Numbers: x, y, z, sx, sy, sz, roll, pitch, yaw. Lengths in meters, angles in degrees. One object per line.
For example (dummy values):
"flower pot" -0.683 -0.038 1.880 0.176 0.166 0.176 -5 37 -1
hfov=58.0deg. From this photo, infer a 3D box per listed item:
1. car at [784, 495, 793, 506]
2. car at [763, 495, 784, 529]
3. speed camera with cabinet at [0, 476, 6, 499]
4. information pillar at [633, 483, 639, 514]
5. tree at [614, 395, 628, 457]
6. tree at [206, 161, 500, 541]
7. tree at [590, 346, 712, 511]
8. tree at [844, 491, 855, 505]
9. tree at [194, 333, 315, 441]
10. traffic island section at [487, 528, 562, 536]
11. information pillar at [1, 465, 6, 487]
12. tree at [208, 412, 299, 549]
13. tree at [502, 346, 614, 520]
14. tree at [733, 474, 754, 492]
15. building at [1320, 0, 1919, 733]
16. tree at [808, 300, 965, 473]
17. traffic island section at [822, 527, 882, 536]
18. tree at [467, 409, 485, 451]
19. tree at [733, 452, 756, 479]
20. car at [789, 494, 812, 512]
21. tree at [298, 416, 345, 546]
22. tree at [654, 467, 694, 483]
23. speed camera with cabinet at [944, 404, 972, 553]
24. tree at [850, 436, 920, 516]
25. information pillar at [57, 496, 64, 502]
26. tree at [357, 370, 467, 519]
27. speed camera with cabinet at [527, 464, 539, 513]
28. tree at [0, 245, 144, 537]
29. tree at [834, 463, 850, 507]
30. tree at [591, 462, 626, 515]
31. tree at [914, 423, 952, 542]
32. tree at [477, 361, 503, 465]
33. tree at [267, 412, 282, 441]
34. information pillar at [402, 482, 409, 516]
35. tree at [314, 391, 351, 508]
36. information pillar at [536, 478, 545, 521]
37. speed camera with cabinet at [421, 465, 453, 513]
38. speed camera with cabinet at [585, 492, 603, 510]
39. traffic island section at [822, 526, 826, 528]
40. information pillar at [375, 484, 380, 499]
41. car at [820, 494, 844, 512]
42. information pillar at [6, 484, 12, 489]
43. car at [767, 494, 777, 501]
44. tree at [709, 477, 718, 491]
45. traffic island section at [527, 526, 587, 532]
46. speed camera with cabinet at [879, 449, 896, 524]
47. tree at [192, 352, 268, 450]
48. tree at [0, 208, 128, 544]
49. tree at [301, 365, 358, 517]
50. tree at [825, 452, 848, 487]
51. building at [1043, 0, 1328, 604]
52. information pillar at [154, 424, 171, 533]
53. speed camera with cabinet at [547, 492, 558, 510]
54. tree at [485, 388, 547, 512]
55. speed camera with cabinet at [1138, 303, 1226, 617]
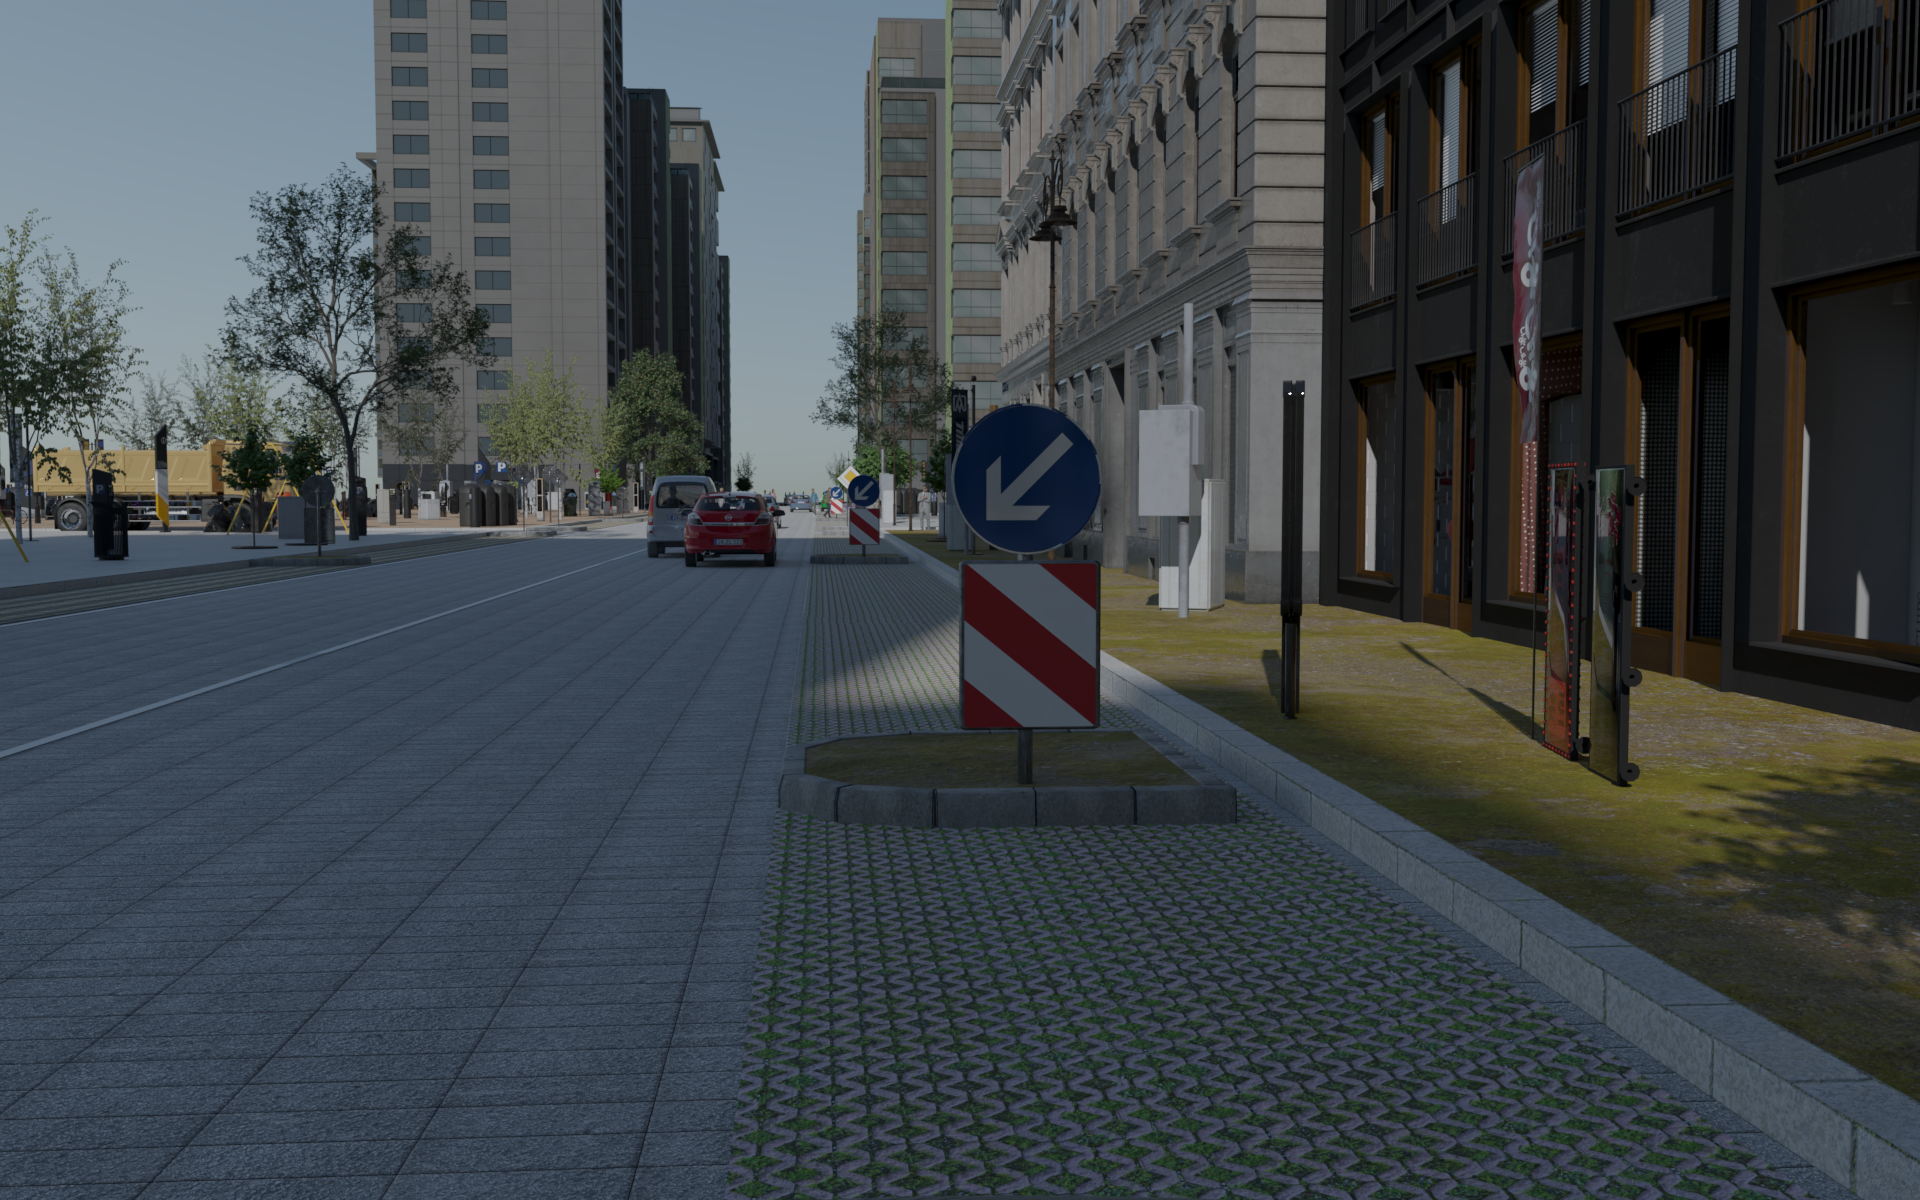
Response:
"car" -20.163 -11.951 207.763 2.083 1.381 4.827 0 4 -3
"car" -8.400 -3.699 72.475 2.014 1.417 4.499 0 4 -4
"speed camera with cabinet" -45.292 -5.298 80.962 0.660 3.252 2.038 -1 4 -9
"information pillar" -20.910 -6.562 111.772 0.304 2.012 0.304 0 4 -7
"tree" -26.029 -10.737 125.911 4.737 8.622 4.395 0 3 0
"tree" -16.742 -6.945 47.960 8.767 10.594 7.601 0 4 0
"tree" -24.047 -13.301 134.486 9.611 12.733 9.660 0 3 0
"tree" -16.251 -15.643 250.365 1.663 3.219 1.824 0 3 0
"tree" -32.254 -7.818 78.180 4.737 8.622 4.395 0 3 0
"traffic island section" -15.048 -2.289 59.702 2.009 0.180 2.903 0 4 -5
"information pillar" -72.860 -8.590 131.807 0.504 3.616 0.183 1 4 16
"tree" -16.681 -2.826 40.806 1.663 3.219 1.824 0 3 0
"tree" -19.885 -8.297 86.022 4.737 8.622 4.395 0 3 0
"tree" -35.497 -18.366 283.996 4.285 4.588 4.351 0 3 0
"building" 10.923 -11.145 11.902 12.332 23.373 15.834 0 4 -5
"tree" -3.414 -9.056 82.473 8.767 10.594 7.601 2 4 25
"traffic island section" -3.793 -2.344 60.609 2.009 0.180 2.903 0 4 -5
"tree" -38.803 -10.986 129.990 4.360 8.622 3.978 0 3 0
"tree" -36.293 -20.917 292.351 4.360 8.622 3.978 0 3 0
"car" -12.584 -7.658 137.218 2.014 1.417 4.499 0 4 -5
"tree" -16.259 -2.982 43.362 1.663 3.219 1.824 0 3 0
"tree" -24.595 -10.122 149.205 4.285 4.588 4.351 0 3 0
"speed camera with cabinet" -0.015 -2.711 38.668 0.660 3.252 2.038 0 4 2
"tree" -4.000 -7.178 101.075 4.285 4.588 4.351 0 3 0
"information pillar" -55.099 -6.214 106.082 0.304 2.012 0.304 -1 4 -13
"tree" -27.881 -8.439 88.344 4.360 8.622 3.978 0 3 0
"speed camera with cabinet" -28.162 -7.343 114.388 0.660 3.252 2.038 0 4 -7
"tree" -25.824 -6.146 50.847 4.360 8.622 3.978 0 3 0
"tree" -11.275 -11.930 178.774 4.285 4.588 4.351 0 3 0
"tree" -21.692 -6.763 105.177 1.663 3.219 1.824 0 3 0
"tree" -0.203 -3.337 49.157 1.663 3.219 1.824 0 3 0
"tree" -23.304 -8.655 91.867 4.737 8.622 4.395 0 3 0
"tree" -48.849 -10.288 118.571 4.360 8.622 3.978 0 3 0
"information pillar" -32.957 -6.029 103.061 0.304 2.012 0.304 -3 5 -42
"tree" -38.550 -9.358 103.362 4.737 8.622 4.395 0 3 0
"information pillar" -19.774 -4.721 81.680 0.304 2.012 0.304 0 4 5
"speed camera with cabinet" -34.981 -7.425 115.739 2.038 3.252 0.660 0 4 6
"speed camera with cabinet" -29.915 -8.992 141.354 0.660 3.252 2.038 -3 5 -40
"traffic island section" -4.441 -2.831 68.568 2.009 0.180 2.903 0 4 -5
"information pillar" -40.831 -7.153 121.436 0.304 2.012 0.304 -1 4 -11
"car" -10.410 -8.059 140.554 1.959 1.807 4.718 0 4 -4
"information pillar" -68.643 -7.375 125.077 0.304 2.012 0.304 0 4 -6
"car" -26.736 -14.157 243.463 2.014 1.417 4.499 0 4 -3
"tree" -28.296 -12.296 195.647 1.663 3.219 1.824 0 3 0
"traffic island section" -15.695 -2.776 67.661 2.009 0.180 2.903 0 4 -5
"speed camera with cabinet" -3.158 -4.998 76.056 0.660 3.252 2.038 0 4 -6
"tree" -38.865 -8.482 89.050 4.360 8.622 3.978 0 3 0
"tree" -23.991 -5.748 44.340 4.737 8.622 4.395 0 3 0
"tree" -35.510 -9.086 98.920 4.360 8.622 3.978 0 3 0
"tree" -20.754 -21.071 294.877 4.360 8.622 3.978 0 3 0
"building" 7.262 -10.985 28.752 9.793 20.994 18.267 0 4 -5
"information pillar" -26.579 -4.057 57.688 0.183 3.616 0.504 1 4 18
"speed camera with cabinet" -33.198 -8.841 138.881 2.038 3.252 0.660 -2 4 -30
"tree" -31.852 -10.734 125.856 4.360 8.622 3.978 0 3 0
"speed camera with cabinet" 2.424 -1.496 18.794 0.660 3.252 2.038 1 4 19
